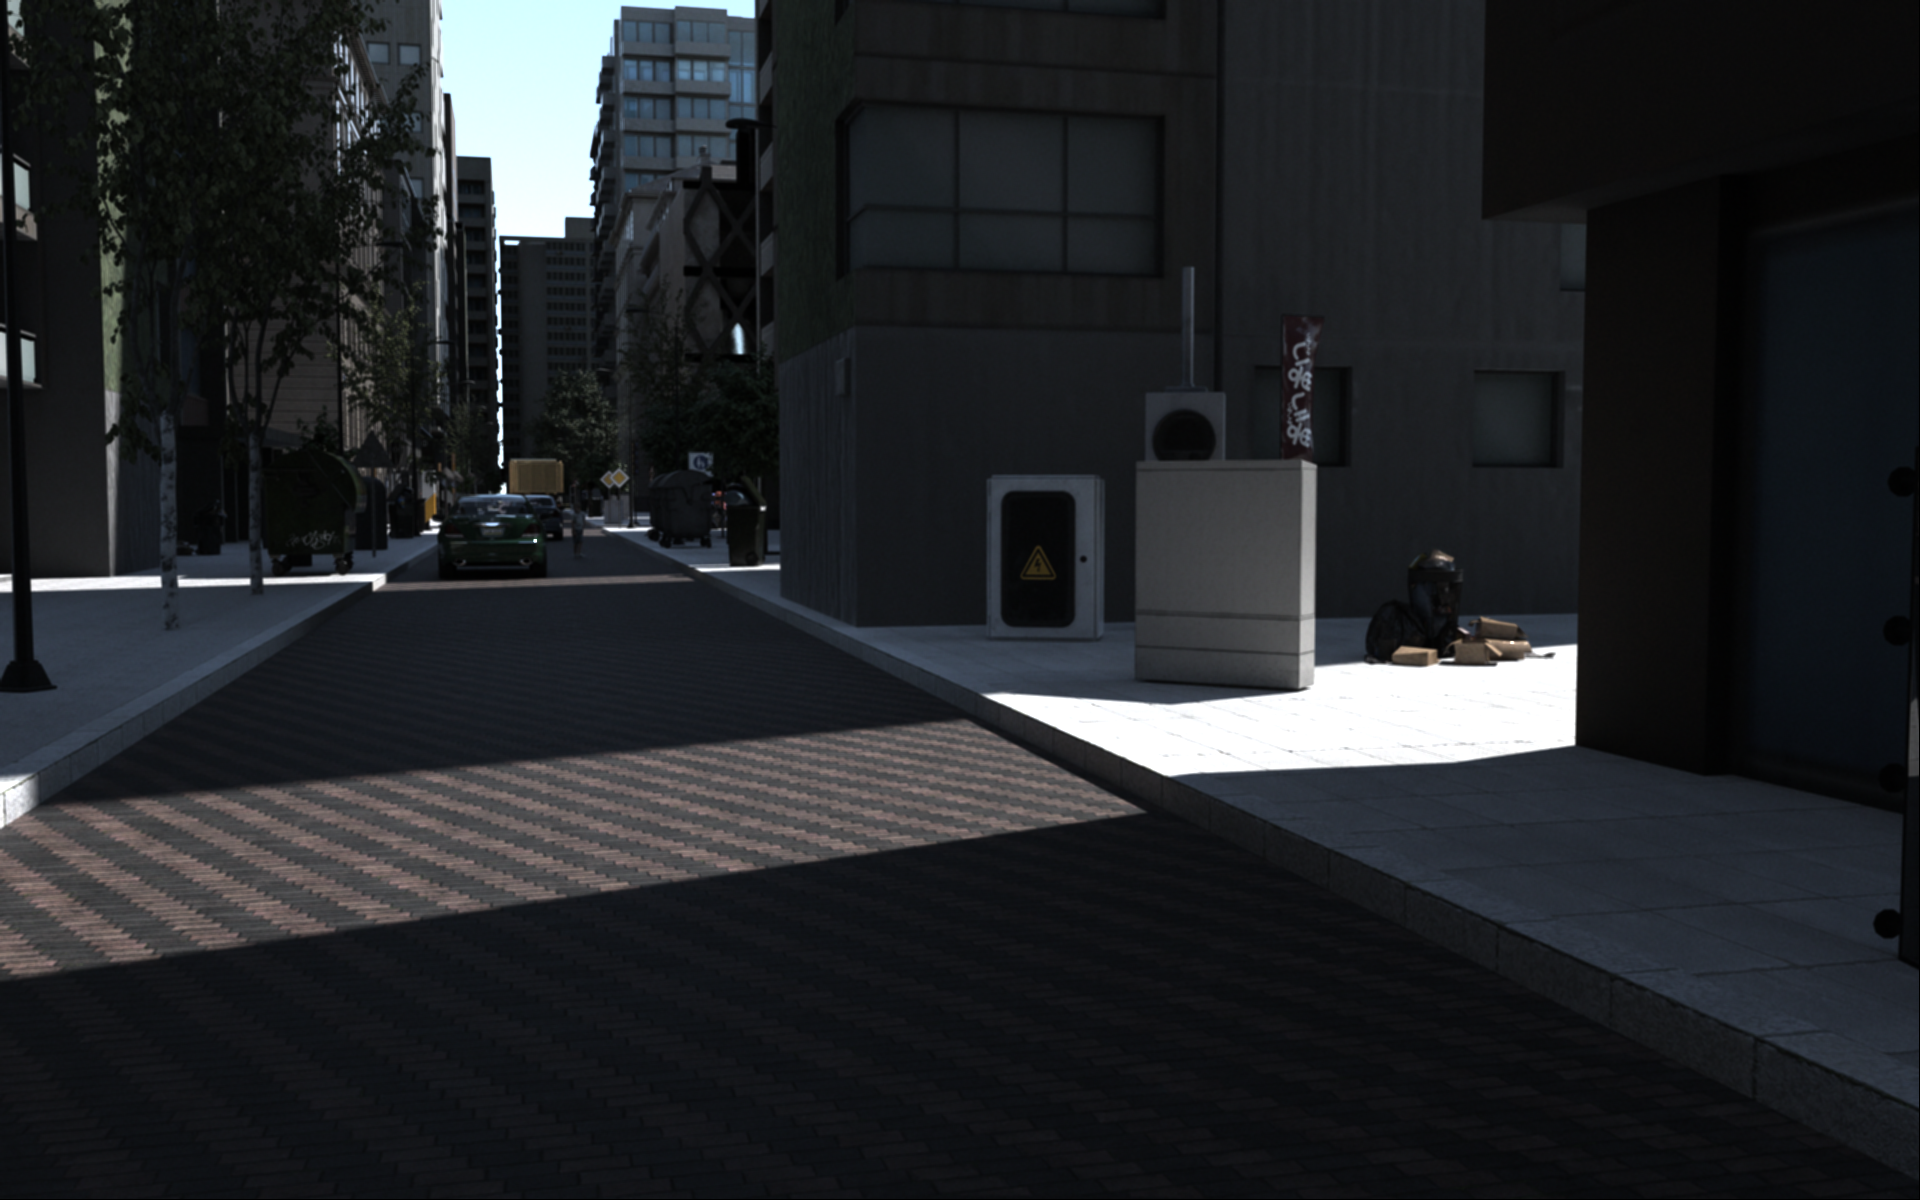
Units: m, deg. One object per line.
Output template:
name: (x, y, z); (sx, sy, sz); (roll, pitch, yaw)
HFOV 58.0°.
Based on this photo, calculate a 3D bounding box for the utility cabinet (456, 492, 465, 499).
utility cabinet: (-38.745, -7.629, 133.419); (1.173, 1.500, 0.318); (-3, 4, -39)

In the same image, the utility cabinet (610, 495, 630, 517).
utility cabinet: (-19.117, -5.271, 97.345); (1.020, 1.237, 0.306); (-2, 4, -30)

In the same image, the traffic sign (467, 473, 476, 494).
traffic sign: (-29.011, -6.264, 102.515); (0.768, 2.556, 0.104); (0, 4, -5)

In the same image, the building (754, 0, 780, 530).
building: (5.540, -26.314, 53.939); (21.300, 48.544, 21.600); (-1, 4, -14)

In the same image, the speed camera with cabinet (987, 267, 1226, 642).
speed camera with cabinet: (1.279, -1.272, 15.133); (2.038, 3.252, 0.660); (1, 4, 10)

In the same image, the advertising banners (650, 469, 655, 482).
advertising banners: (-16.559, -6.080, 95.591); (0.090, 3.025, 2.074); (-3, 5, -44)

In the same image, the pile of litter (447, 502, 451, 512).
pile of litter: (-38.198, -7.218, 131.983); (1.719, 0.858, 1.176); (-3, 4, -37)

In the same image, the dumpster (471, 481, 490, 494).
dumpster: (-35.485, -7.669, 127.886); (1.502, 2.255, 1.985); (-1, 4, -14)

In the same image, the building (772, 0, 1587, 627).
building: (4.150, -20.803, 23.730); (14.154, 41.232, 14.086); (-1, 4, -14)

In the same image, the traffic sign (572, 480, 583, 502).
traffic sign: (-27.702, -7.685, 125.656); (0.884, 2.594, 0.081); (0, 4, -5)

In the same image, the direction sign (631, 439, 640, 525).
direction sign: (-13.531, -4.903, 72.165); (0.379, 3.537, 0.876); (-2, 4, -28)

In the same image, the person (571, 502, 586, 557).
person: (-8.658, -1.600, 39.346); (0.332, 1.250, 0.352); (0, 4, -1)

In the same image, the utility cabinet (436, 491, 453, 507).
utility cabinet: (-33.046, -6.241, 110.721); (1.173, 1.500, 0.318); (-3, 4, -38)

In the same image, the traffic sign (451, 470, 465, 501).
traffic sign: (-20.673, -4.116, 70.938); (0.795, 2.450, 0.064); (-1, 4, -14)

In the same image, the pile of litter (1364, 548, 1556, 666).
pile of litter: (3.889, 0.031, 13.463); (1.719, 0.858, 1.176); (-1, 4, -11)

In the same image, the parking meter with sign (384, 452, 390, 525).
parking meter with sign: (-24.095, -4.715, 73.354); (0.543, 3.016, 1.738); (-1, 4, -13)

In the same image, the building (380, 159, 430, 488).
building: (-41.888, -17.810, 110.255); (14.314, 24.678, 30.058); (-1, 4, -14)

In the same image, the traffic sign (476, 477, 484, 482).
traffic sign: (-36.731, -8.091, 132.385); (0.768, 2.556, 0.104); (-1, 4, -10)

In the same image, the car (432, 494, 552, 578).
car: (-8.410, -1.185, 31.173); (2.131, 1.459, 4.920); (-1, 4, -15)

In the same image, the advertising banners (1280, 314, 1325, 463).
advertising banners: (2.666, -1.250, 16.633); (2.074, 3.025, 0.090); (-2, 4, -27)

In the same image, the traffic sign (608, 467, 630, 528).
traffic sign: (-12.716, -3.733, 64.674); (0.795, 2.450, 0.064); (-1, 4, -14)

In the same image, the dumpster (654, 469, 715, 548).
dumpster: (-6.568, -2.190, 41.566); (1.264, 1.857, 1.865); (-1, 4, -14)

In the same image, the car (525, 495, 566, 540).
car: (-13.524, -2.626, 54.939); (2.014, 1.417, 4.499); (-1, 4, -15)

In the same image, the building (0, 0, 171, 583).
building: (-19.514, -20.706, 22.136); (14.154, 41.232, 14.086); (-1, 4, -14)

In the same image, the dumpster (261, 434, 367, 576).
dumpster: (-10.409, -1.551, 27.861); (1.502, 2.255, 1.985); (-1, 4, -14)

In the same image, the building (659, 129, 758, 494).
building: (-5.702, -13.340, 85.556); (16.811, 18.784, 16.820); (-1, 4, -14)

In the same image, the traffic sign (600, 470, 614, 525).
traffic sign: (-14.659, -4.207, 72.420); (0.795, 2.450, 0.064); (-1, 4, -14)

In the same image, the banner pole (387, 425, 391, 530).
banner pole: (-20.343, -4.393, 61.846); (0.401, 3.779, 0.863); (-1, 4, -22)

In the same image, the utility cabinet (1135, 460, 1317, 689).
utility cabinet: (1.773, -0.179, 11.601); (1.173, 1.500, 0.318); (2, 4, 31)

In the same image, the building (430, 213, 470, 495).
building: (-57.277, -24.670, 175.062); (14.160, 30.474, 14.107); (-1, 4, -14)

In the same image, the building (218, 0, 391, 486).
building: (-34.549, -17.475, 82.982); (12.463, 27.353, 25.104); (-1, 4, -14)

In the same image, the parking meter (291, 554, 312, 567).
parking meter: (-11.709, -1.365, 30.728); (0.372, 1.533, 0.369); (0, 3, 0)

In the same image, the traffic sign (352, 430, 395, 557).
traffic sign: (-11.908, -2.149, 35.133); (0.884, 2.594, 0.081); (-1, 4, -12)

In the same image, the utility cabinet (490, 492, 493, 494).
utility cabinet: (-38.672, -8.158, 142.069); (0.318, 1.500, 1.173); (-2, 4, -35)

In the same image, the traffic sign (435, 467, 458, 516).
traffic sign: (-18.730, -3.642, 63.192); (0.795, 2.450, 0.064); (-1, 4, -14)

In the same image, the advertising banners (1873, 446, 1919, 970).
advertising banners: (2.614, -0.461, 3.729); (0.090, 3.025, 2.074); (0, 4, -1)

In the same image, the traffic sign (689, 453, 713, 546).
traffic sign: (-6.387, -2.483, 42.733); (0.606, 2.300, 0.079); (0, 4, -4)

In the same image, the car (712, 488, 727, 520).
car: (-8.429, -3.620, 68.782); (3.694, 1.707, 1.945); (-1, 4, -13)

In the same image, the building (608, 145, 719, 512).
building: (-20.508, -20.681, 135.390); (12.463, 27.353, 25.104); (-1, 4, -14)

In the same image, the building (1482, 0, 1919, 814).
building: (11.123, -21.557, 2.564); (14.600, 45.320, 14.200); (-1, 4, -14)

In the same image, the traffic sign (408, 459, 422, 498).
traffic sign: (-19.245, -3.765, 61.662); (0.768, 2.556, 0.104); (-1, 4, -9)

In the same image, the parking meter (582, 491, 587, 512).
parking meter: (-27.630, -7.282, 127.475); (0.372, 1.533, 0.369); (0, 3, 0)

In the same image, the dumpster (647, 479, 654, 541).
dumpster: (-7.889, -2.554, 47.509); (1.264, 1.857, 1.865); (-1, 4, -14)

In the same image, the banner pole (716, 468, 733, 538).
banner pole: (-6.829, -3.706, 50.615); (0.401, 3.779, 0.863); (1, 4, 22)

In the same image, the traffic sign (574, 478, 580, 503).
traffic sign: (-28.452, -7.912, 129.465); (0.768, 2.556, 0.104); (-1, 4, -10)

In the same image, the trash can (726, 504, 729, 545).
trash can: (-5.374, -1.863, 42.119); (0.748, 1.137, 0.748); (0, 3, 0)

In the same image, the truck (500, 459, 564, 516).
truck: (-23.120, -6.009, 94.175); (3.469, 3.379, 9.791); (-1, 4, -16)

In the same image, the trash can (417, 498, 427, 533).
trash can: (-18.120, -2.814, 57.661); (0.748, 1.137, 0.748); (0, 3, 0)

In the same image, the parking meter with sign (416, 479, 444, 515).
parking meter with sign: (-28.082, -5.833, 91.624); (0.543, 3.016, 1.738); (2, 4, 31)

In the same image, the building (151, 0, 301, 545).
building: (-32.537, -23.742, 42.811); (28.867, 44.769, 22.147); (-1, 4, -14)

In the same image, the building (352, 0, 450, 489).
building: (-59.599, -34.441, 152.355); (28.713, 52.752, 27.495); (-1, 4, -14)

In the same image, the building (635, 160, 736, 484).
building: (-13.446, -16.528, 112.029); (13.314, 21.916, 24.055); (-1, 4, -14)
